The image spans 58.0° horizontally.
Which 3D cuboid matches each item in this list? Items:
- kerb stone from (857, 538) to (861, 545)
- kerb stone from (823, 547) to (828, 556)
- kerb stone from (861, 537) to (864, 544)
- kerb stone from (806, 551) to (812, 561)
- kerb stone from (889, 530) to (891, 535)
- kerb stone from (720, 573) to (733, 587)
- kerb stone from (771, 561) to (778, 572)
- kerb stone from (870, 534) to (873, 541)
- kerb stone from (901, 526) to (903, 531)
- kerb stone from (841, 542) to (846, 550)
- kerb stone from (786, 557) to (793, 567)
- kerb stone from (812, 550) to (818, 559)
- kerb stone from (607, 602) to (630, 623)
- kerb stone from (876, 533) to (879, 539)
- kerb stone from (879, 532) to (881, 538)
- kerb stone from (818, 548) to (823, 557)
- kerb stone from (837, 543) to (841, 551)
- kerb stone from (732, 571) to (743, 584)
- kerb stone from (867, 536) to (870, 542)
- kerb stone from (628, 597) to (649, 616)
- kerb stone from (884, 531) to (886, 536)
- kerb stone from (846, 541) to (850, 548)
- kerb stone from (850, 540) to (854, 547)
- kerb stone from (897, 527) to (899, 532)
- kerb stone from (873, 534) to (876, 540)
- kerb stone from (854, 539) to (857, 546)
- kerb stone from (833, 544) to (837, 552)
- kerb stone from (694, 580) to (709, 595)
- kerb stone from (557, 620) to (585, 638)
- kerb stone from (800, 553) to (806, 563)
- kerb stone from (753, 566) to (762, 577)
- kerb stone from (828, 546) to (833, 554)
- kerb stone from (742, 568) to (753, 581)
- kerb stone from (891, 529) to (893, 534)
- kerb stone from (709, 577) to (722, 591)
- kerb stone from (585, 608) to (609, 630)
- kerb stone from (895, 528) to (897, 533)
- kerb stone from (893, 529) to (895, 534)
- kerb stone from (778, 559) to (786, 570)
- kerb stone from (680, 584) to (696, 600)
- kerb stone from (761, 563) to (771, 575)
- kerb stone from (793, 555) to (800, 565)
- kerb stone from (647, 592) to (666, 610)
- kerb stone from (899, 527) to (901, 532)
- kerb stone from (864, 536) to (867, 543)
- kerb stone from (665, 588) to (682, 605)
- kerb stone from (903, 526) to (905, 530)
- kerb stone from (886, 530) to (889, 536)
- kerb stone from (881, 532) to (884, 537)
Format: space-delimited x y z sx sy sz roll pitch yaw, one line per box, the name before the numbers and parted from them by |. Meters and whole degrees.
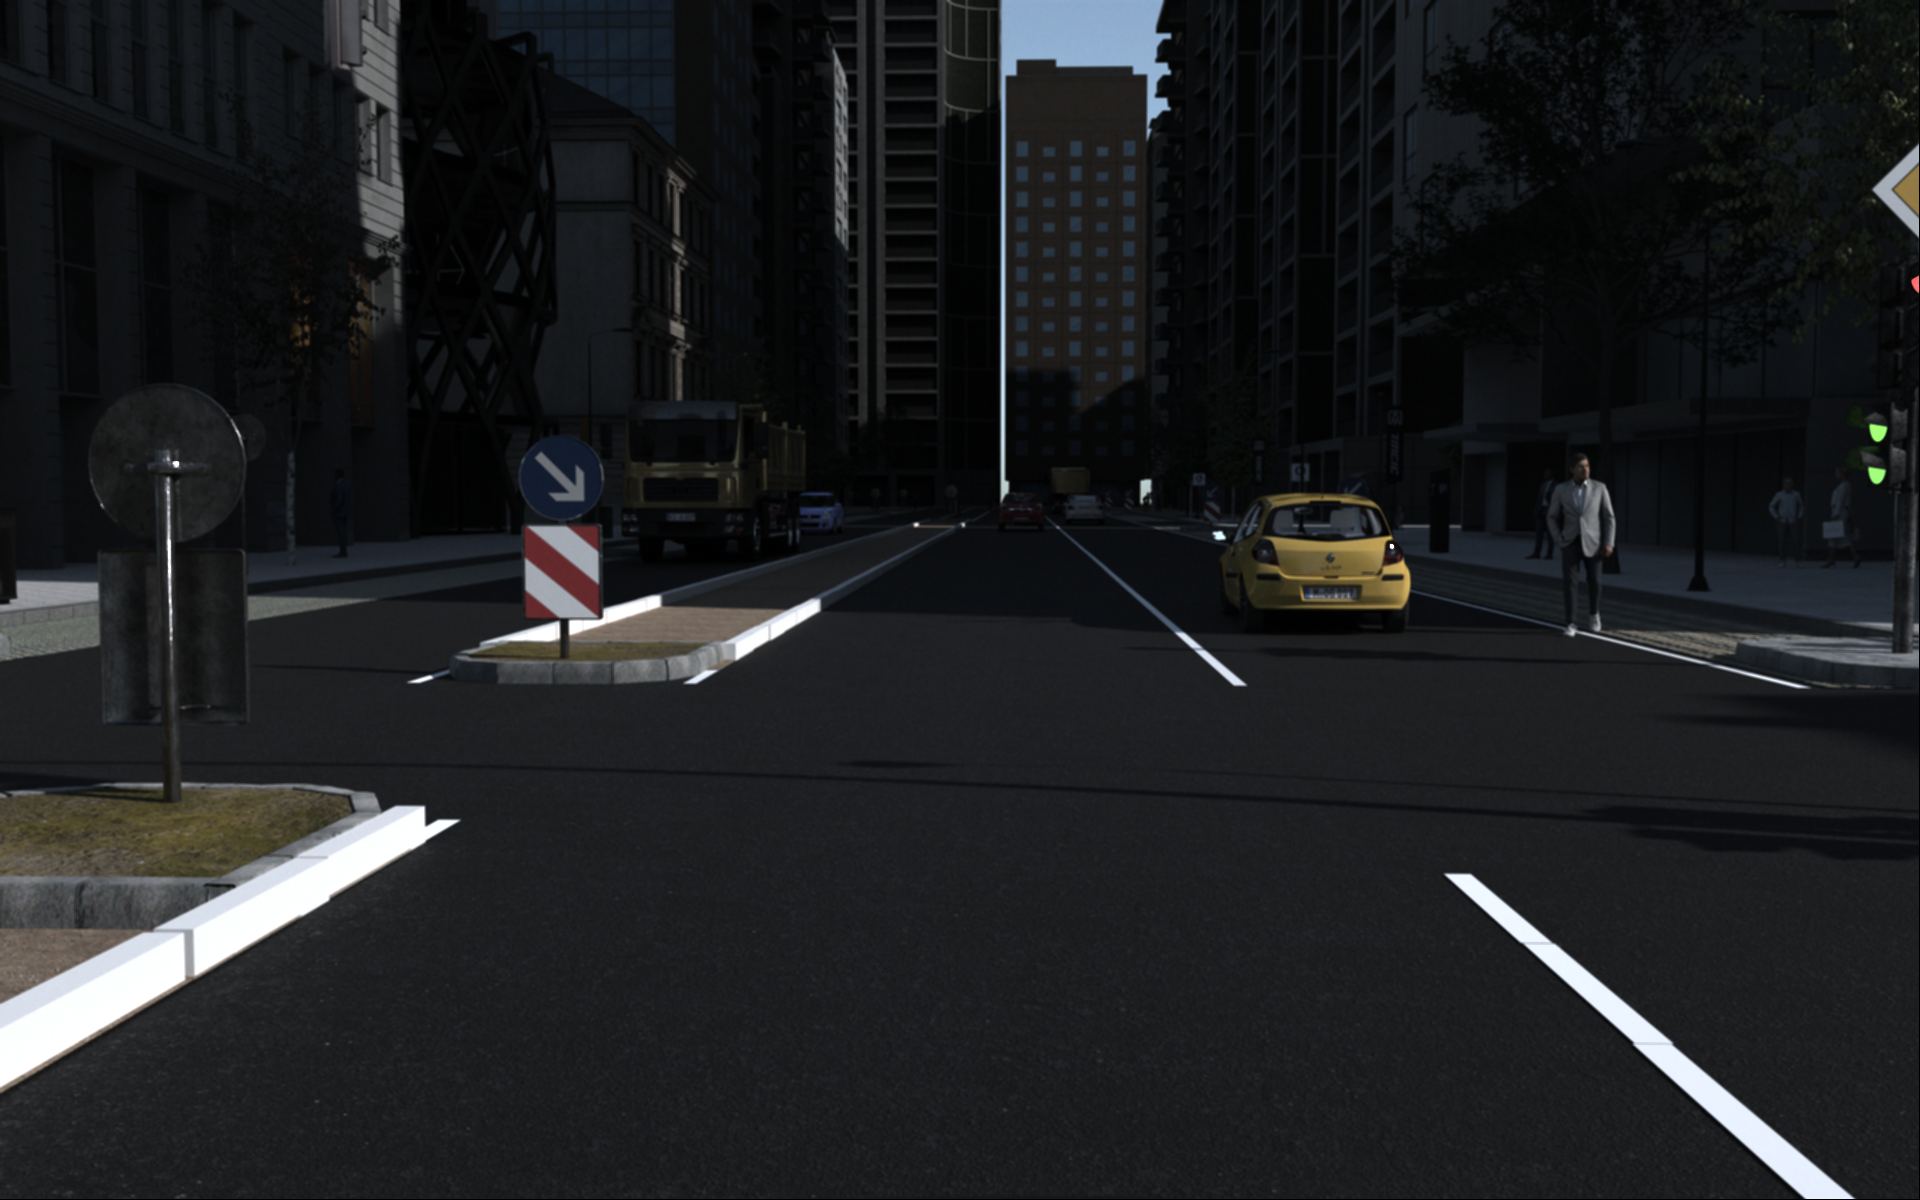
kerb stone | -2.938 -1.592 48.224 0.120 0.150 1.000 0 4 2
kerb stone | -3.218 -1.090 40.018 0.120 0.150 1.000 0 4 2
kerb stone | -2.910 -1.654 49.246 0.120 0.150 1.000 0 4 2
kerb stone | -3.332 -0.902 36.948 0.120 0.150 1.000 0 4 2
kerb stone | -2.552 -2.281 59.490 0.120 0.150 1.000 0 4 2
kerb stone | -3.678 -0.276 26.708 0.120 0.150 1.000 0 4 2
kerb stone | -3.512 -0.589 31.827 0.120 0.150 1.000 0 4 2
kerb stone | -2.804 -1.842 52.318 0.120 0.150 1.000 0 4 2
kerb stone | -2.346 -2.657 65.642 0.120 0.150 1.000 0 4 2
kerb stone | -3.085 -1.340 44.120 0.120 0.150 1.000 0 4 2
kerb stone | -3.437 -0.715 33.881 0.120 0.150 1.000 0 4 2
kerb stone | -3.290 -0.959 37.974 0.120 0.150 1.000 0 4 2
kerb stone | -3.926 0.162 19.548 0.120 0.150 1.000 0 4 2
kerb stone | -2.737 -1.966 54.363 0.120 0.150 1.000 0 4 2
kerb stone | -2.701 -2.031 55.396 0.120 0.150 1.000 0 4 2
kerb stone | -3.262 -1.028 38.996 0.120 0.150 1.000 0 4 2
kerb stone | -3.123 -1.274 43.092 0.120 0.150 1.000 0 4 2
kerb stone | -3.651 -0.339 27.736 0.120 0.150 1.000 0 4 2
kerb stone | -2.838 -1.779 51.296 0.120 0.150 1.000 0 4 2
kerb stone | -3.894 0.104 20.570 0.120 0.150 1.000 0 4 2
kerb stone | -2.625 -2.156 57.439 0.120 0.150 1.000 0 4 2
kerb stone | -3.045 -1.403 45.142 0.120 0.150 1.000 0 4 2
kerb stone | -3.014 -1.466 46.169 0.120 0.150 1.000 0 4 2
kerb stone | -2.419 -2.532 63.592 0.120 0.150 1.000 0 4 2
kerb stone | -2.765 -1.897 53.341 0.120 0.150 1.000 0 4 2
kerb stone | -2.980 -1.527 47.191 0.120 0.150 1.000 0 4 2
kerb stone | -3.160 -1.215 42.068 0.120 0.150 1.000 0 4 2
kerb stone | -3.754 -0.151 24.665 0.120 0.150 1.000 0 4 2
kerb stone | -3.997 0.288 17.494 0.120 0.150 1.000 0 4 2
kerb stone | -3.362 -0.840 35.924 0.120 0.150 1.000 0 4 2
kerb stone | -3.575 -0.459 29.783 0.120 0.150 1.000 0 4 2
kerb stone | -3.183 -1.153 41.044 0.120 0.150 1.000 0 4 2
kerb stone | -3.609 -0.402 28.761 0.120 0.150 1.000 0 4 2
kerb stone | -2.520 -2.342 60.512 0.120 0.150 1.000 0 4 2
kerb stone | -3.715 -0.214 25.687 0.120 0.150 1.000 0 4 2
kerb stone | -3.963 0.226 18.527 0.120 0.150 1.000 0 4 2
kerb stone | -2.453 -2.469 62.562 0.120 0.150 1.000 0 4 2
kerb stone | -2.492 -2.405 61.540 0.120 0.150 1.000 0 4 2
kerb stone | -3.474 -0.649 32.848 0.120 0.150 1.000 0 4 2
kerb stone | -3.791 -0.088 23.643 0.120 0.150 1.000 0 4 2
kerb stone | -3.542 -0.523 30.805 0.120 0.150 1.000 0 4 2
kerb stone | -3.394 -0.773 34.902 0.120 0.150 1.000 0 4 2
kerb stone | -3.858 0.037 21.593 0.120 0.150 1.000 0 4 2
kerb stone | -2.377 -2.594 64.614 0.120 0.150 1.000 0 4 2
kerb stone | -2.870 -1.717 50.267 0.120 0.150 1.000 0 4 2
kerb stone | -3.824 -0.025 22.621 0.120 0.150 1.000 0 4 2
kerb stone | -2.316 -2.720 66.664 0.120 0.150 1.000 0 4 2
kerb stone | -2.590 -2.218 58.465 0.120 0.150 1.000 0 4 2
kerb stone | -2.667 -2.093 56.418 0.120 0.150 1.000 0 4 2
